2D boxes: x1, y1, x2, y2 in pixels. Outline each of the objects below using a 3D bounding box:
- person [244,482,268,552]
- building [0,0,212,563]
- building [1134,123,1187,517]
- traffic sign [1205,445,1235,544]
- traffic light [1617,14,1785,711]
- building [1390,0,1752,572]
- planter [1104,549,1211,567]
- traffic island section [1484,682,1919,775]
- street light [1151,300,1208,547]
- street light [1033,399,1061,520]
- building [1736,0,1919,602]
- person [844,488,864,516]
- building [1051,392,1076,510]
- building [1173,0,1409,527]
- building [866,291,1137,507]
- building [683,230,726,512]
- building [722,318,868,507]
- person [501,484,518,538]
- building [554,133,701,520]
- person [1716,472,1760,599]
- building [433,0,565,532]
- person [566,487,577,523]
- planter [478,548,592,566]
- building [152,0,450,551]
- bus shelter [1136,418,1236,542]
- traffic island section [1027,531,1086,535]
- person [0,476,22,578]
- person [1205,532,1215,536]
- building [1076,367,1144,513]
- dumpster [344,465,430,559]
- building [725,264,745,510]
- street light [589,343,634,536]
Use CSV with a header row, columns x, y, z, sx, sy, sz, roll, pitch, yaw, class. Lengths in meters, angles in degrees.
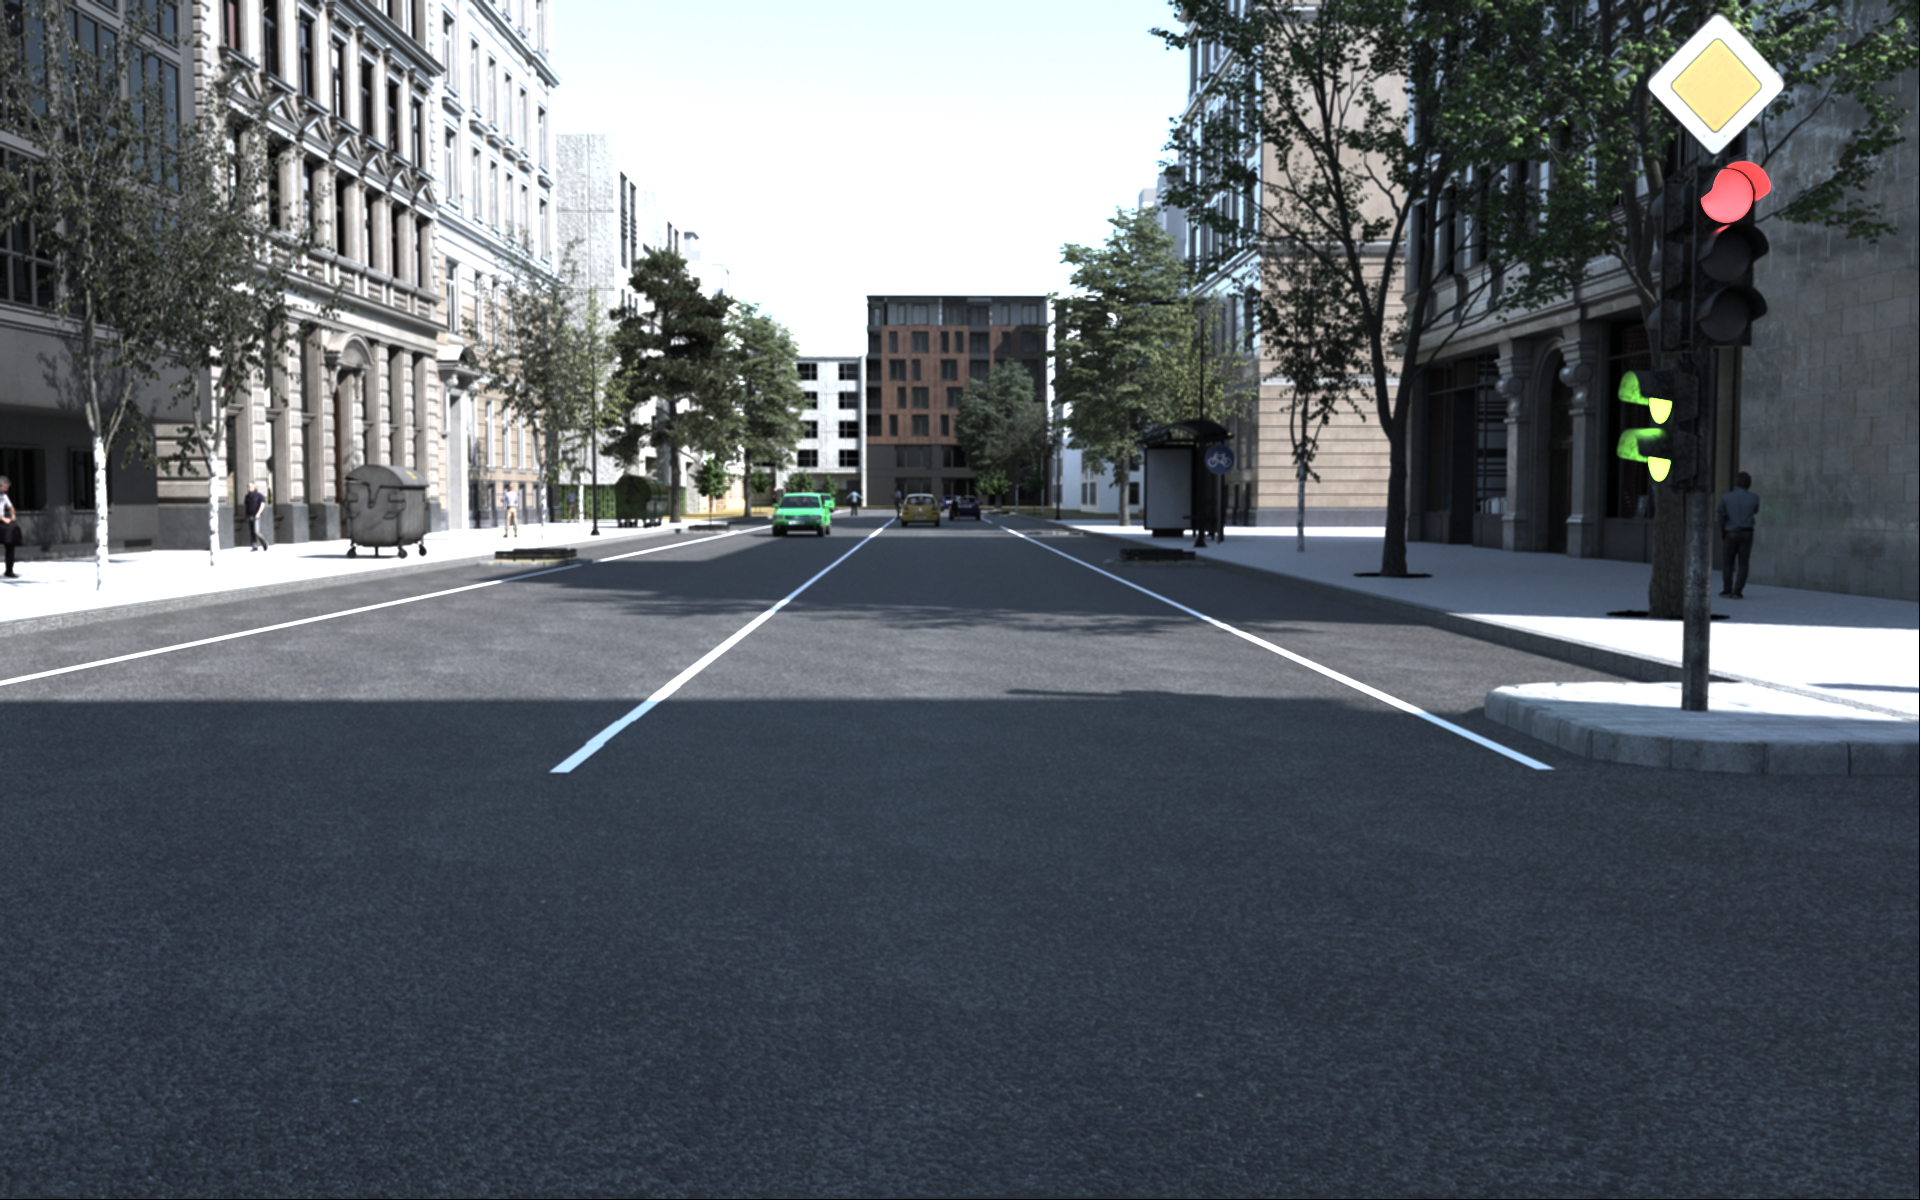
x,y,z,sx,sy,sz,roll,pitch,yaw,class
-15.553,-1.841,38.360,0.471,1.553,0.569,-3,4,-39,person
-23.018,-14.196,25.608,14.314,27.812,24.014,0,4,-1,building
17.732,-14.547,94.267,16.016,20.091,11.380,0,4,-1,building
6.687,-2.726,44.671,0.768,2.556,0.104,0,4,5,traffic sign
4.347,-1.280,10.179,0.839,4.213,0.868,0,4,-1,traffic light
16.428,-11.899,45.462,10.553,20.767,40.483,0,4,-1,building
3.928,-0.844,34.946,1.991,0.319,1.994,0,4,-1,planter
4.387,0.733,10.292,2.009,0.180,2.903,0,4,-1,traffic island section
5.260,-4.226,41.637,1.470,5.913,1.316,0,4,-1,street light
4.284,-6.885,85.116,1.470,5.913,1.316,0,4,-1,street light
19.813,-10.081,19.583,16.860,20.320,10.420,0,4,-1,building
-7.012,-6.488,114.559,1.348,1.826,0.705,-1,4,-9,person
13.018,-12.277,142.872,9.099,9.664,28.070,0,4,-1,building
17.414,-17.711,75.487,13.634,28.700,20.117,0,4,-1,building
6.457,-21.074,188.533,32.646,21.610,27.936,0,4,-1,building
-25.480,-16.250,122.102,16.016,20.091,11.380,0,4,-1,building
-25.494,-19.313,182.218,31.486,18.905,16.747,0,4,-1,building
-13.282,-2.630,51.112,0.516,1.574,0.319,-3,4,-37,person
-25.598,-14.329,100.740,16.747,18.905,31.486,0,4,-1,building
9.527,-0.796,21.262,0.499,1.552,0.429,3,5,43,person
-24.008,-17.223,67.497,13.634,28.700,20.117,0,4,-1,building
-17.028,-4.147,75.914,0.516,1.574,0.319,-2,4,-34,person
-8.606,-0.871,35.378,1.991,0.319,1.994,0,4,-1,planter
-21.898,-13.384,47.701,11.050,23.489,19.941,0,4,-1,building
6.304,-3.370,49.016,2.014,3.302,5.546,0,4,-1,bus shelter
3.409,-2.387,61.891,1.991,0.108,1.994,0,4,-1,traffic island section
-14.629,-1.110,26.399,0.590,1.554,0.614,1,4,15,person
7.647,-2.724,52.848,0.388,1.546,0.482,0,4,2,person
13.631,-10.564,114.861,9.099,9.664,28.070,0,4,-1,building
-11.557,-1.783,34.906,1.264,1.857,1.865,0,4,-1,dumpster
-24.568,-17.843,148.147,11.380,20.091,16.016,0,4,-1,building
-10.711,-4.937,53.268,1.470,5.913,1.316,0,4,-1,street light
